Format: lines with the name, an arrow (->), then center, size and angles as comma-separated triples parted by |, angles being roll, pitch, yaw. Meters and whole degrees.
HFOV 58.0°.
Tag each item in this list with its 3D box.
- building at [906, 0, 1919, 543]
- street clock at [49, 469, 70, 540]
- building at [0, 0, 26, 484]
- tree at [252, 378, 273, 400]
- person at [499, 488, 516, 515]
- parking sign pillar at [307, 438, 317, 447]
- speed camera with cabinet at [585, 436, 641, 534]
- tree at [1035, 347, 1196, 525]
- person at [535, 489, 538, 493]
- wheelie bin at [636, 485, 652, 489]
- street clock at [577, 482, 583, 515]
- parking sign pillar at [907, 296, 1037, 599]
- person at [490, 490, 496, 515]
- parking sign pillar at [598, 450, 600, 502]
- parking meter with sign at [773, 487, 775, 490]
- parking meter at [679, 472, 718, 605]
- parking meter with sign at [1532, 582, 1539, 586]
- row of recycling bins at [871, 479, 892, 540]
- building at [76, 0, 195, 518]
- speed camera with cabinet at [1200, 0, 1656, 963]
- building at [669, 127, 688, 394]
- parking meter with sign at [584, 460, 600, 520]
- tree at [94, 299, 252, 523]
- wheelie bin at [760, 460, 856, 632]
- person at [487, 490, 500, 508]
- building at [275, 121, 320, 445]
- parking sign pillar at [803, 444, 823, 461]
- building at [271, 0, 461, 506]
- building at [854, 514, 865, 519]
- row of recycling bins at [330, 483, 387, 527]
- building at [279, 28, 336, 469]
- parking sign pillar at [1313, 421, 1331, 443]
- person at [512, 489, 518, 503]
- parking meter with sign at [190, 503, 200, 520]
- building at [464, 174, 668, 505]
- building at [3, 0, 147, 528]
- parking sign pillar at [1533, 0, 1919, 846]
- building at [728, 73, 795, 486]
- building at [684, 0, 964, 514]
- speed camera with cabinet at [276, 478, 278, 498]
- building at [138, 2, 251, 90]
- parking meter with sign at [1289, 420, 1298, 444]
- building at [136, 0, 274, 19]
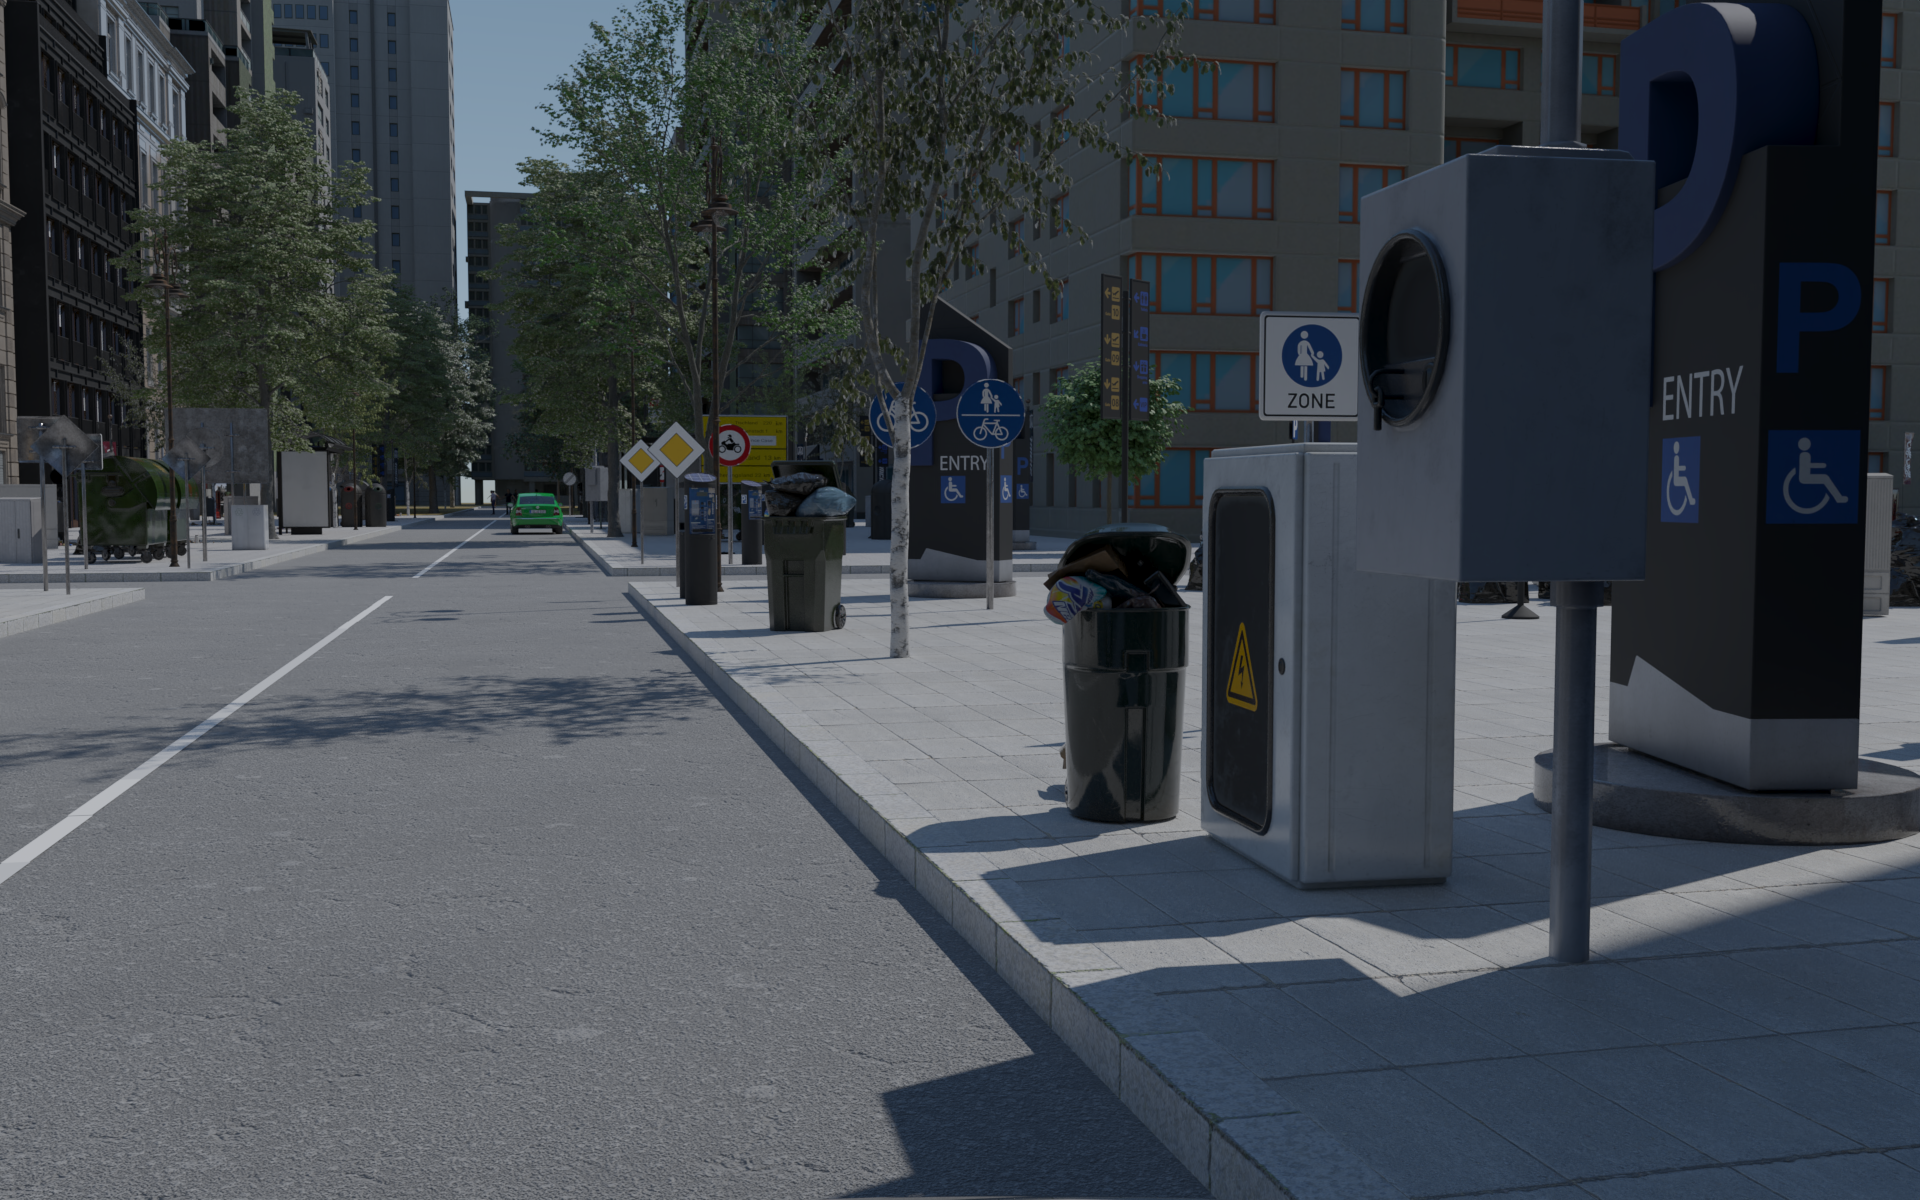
building -> 15.127, -13.206, 60.952 | 28.899, 21.520, 27.650 | -1, 4, -14
street clock -> -24.979, -2.662, 48.095 | 0.471, 2.002, 0.358 | -1, 4, -19
building -> -35.752, -15.298, 47.388 | 12.463, 27.353, 25.104 | -1, 4, -14
tree -> -32.963, -7.727, 76.698 | 4.360, 8.622, 3.978 | 0, 3, 0
person -> -31.294, -6.818, 119.983 | 1.348, 1.822, 0.705 | 1, 4, 17
parking sign pillar -> -26.411, -5.041, 70.889 | 1.447, 3.967, 1.447 | 0, 4, -4
speed camera with cabinet -> -11.364, -3.825, 56.876 | 2.038, 3.252, 0.660 | 2, 4, 32
tree -> 3.287, -3.254, 36.918 | 4.285, 4.588, 4.351 | 0, 3, 0
person -> -32.572, -7.624, 133.153 | 1.348, 1.824, 0.705 | -3, 5, -40
wheelie bin -> -10.791, -3.116, 58.847 | 0.980, 1.594, 0.693 | -2, 4, -30
street clock -> -23.026, -6.159, 105.276 | 0.471, 2.002, 0.358 | -1, 4, -20
parking sign pillar -> -0.006, -2.040, 21.829 | 1.447, 3.967, 1.447 | 2, 4, 26
person -> -32.812, -6.854, 121.493 | 0.436, 1.711, 0.756 | 1, 4, 19
parking sign pillar -> -21.742, -7.095, 104.475 | 1.447, 3.967, 1.447 | -1, 4, -21
parking meter with sign -> -11.117, -6.686, 105.571 | 1.738, 3.016, 0.543 | -2, 4, -26
parking meter -> -3.003, -0.713, 20.072 | 0.372, 1.533, 0.369 | 0, 3, 0
parking meter with sign -> 8.235, -1.679, 23.712 | 0.543, 3.016, 1.738 | 0, 4, 4
row of recycling bins -> -0.826, -2.581, 49.305 | 3.534, 1.692, 1.069 | -1, 4, -19
building -> -46.060, -18.258, 84.424 | 13.634, 28.700, 20.117 | -1, 4, -14
speed camera with cabinet -> 1.352, -0.681, 5.470 | 0.660, 3.252, 2.038 | -1, 4, -11
building -> -27.282, -34.121, 207.983 | 14.200, 45.320, 14.600 | -1, 4, -14
parking meter with sign -> -18.382, -5.534, 86.746 | 0.543, 3.016, 1.738 | 0, 4, -1
tree -> -28.082, -6.805, 61.627 | 4.360, 8.622, 3.978 | 0, 3, 0
wheelie bin -> -1.443, -0.514, 16.308 | 0.980, 1.594, 0.693 | 1, 4, 16
person -> -47.816, -10.344, 177.620 | 1.348, 1.824, 0.705 | -2, 4, -33
building -> -57.593, -22.088, 132.844 | 14.160, 30.474, 14.107 | -1, 4, -14
parking sign pillar -> -8.011, -6.481, 94.431 | 1.447, 3.967, 1.447 | 3, 5, 44
building -> -72.698, -40.223, 199.637 | 28.212, 58.520, 21.231 | -1, 4, -14
building -> 2.574, -29.088, 99.283 | 21.300, 48.544, 21.600 | -1, 4, -14
row of recycling bins -> -24.080, -3.671, 67.126 | 3.534, 1.692, 1.069 | -1, 4, -13
building -> -63.442, -28.773, 154.040 | 14.086, 41.232, 14.154 | -1, 4, -14
parking sign pillar -> 8.867, -3.342, 43.122 | 1.447, 3.967, 1.447 | 0, 4, 2
person -> -36.395, -8.167, 142.054 | 0.705, 1.821, 1.348 | 1, 4, 22
parking meter with sign -> -37.885, -5.375, 84.145 | 0.543, 3.016, 1.738 | 3, 4, 37
building -> -47.857, -31.801, 211.820 | 23.993, 40.220, 32.217 | -1, 4, -14
building -> -40.290, -14.544, 67.464 | 12.332, 23.373, 15.834 | -1, 4, -14
parking sign pillar -> 3.085, -1.127, 6.906 | 1.447, 3.967, 1.447 | 0, 4, -2
building -> -9.681, -21.530, 123.713 | 14.160, 30.474, 14.107 | -1, 4, -14
building -> -10.662, -31.656, 141.273 | 21.300, 48.544, 21.600 | -1, 4, -14
speed camera with cabinet -> -35.462, -6.009, 92.585 | 2.038, 3.252, 0.660 | -3, 5, -44
building -> -51.214, -20.383, 104.966 | 14.160, 30.474, 14.107 | -1, 4, -14
parking meter with sign -> 6.520, -2.567, 38.227 | 1.738, 3.016, 0.543 | 1, 4, 22
building -> -54.988, -26.588, 118.307 | 14.154, 41.232, 14.086 | -1, 4, -14
